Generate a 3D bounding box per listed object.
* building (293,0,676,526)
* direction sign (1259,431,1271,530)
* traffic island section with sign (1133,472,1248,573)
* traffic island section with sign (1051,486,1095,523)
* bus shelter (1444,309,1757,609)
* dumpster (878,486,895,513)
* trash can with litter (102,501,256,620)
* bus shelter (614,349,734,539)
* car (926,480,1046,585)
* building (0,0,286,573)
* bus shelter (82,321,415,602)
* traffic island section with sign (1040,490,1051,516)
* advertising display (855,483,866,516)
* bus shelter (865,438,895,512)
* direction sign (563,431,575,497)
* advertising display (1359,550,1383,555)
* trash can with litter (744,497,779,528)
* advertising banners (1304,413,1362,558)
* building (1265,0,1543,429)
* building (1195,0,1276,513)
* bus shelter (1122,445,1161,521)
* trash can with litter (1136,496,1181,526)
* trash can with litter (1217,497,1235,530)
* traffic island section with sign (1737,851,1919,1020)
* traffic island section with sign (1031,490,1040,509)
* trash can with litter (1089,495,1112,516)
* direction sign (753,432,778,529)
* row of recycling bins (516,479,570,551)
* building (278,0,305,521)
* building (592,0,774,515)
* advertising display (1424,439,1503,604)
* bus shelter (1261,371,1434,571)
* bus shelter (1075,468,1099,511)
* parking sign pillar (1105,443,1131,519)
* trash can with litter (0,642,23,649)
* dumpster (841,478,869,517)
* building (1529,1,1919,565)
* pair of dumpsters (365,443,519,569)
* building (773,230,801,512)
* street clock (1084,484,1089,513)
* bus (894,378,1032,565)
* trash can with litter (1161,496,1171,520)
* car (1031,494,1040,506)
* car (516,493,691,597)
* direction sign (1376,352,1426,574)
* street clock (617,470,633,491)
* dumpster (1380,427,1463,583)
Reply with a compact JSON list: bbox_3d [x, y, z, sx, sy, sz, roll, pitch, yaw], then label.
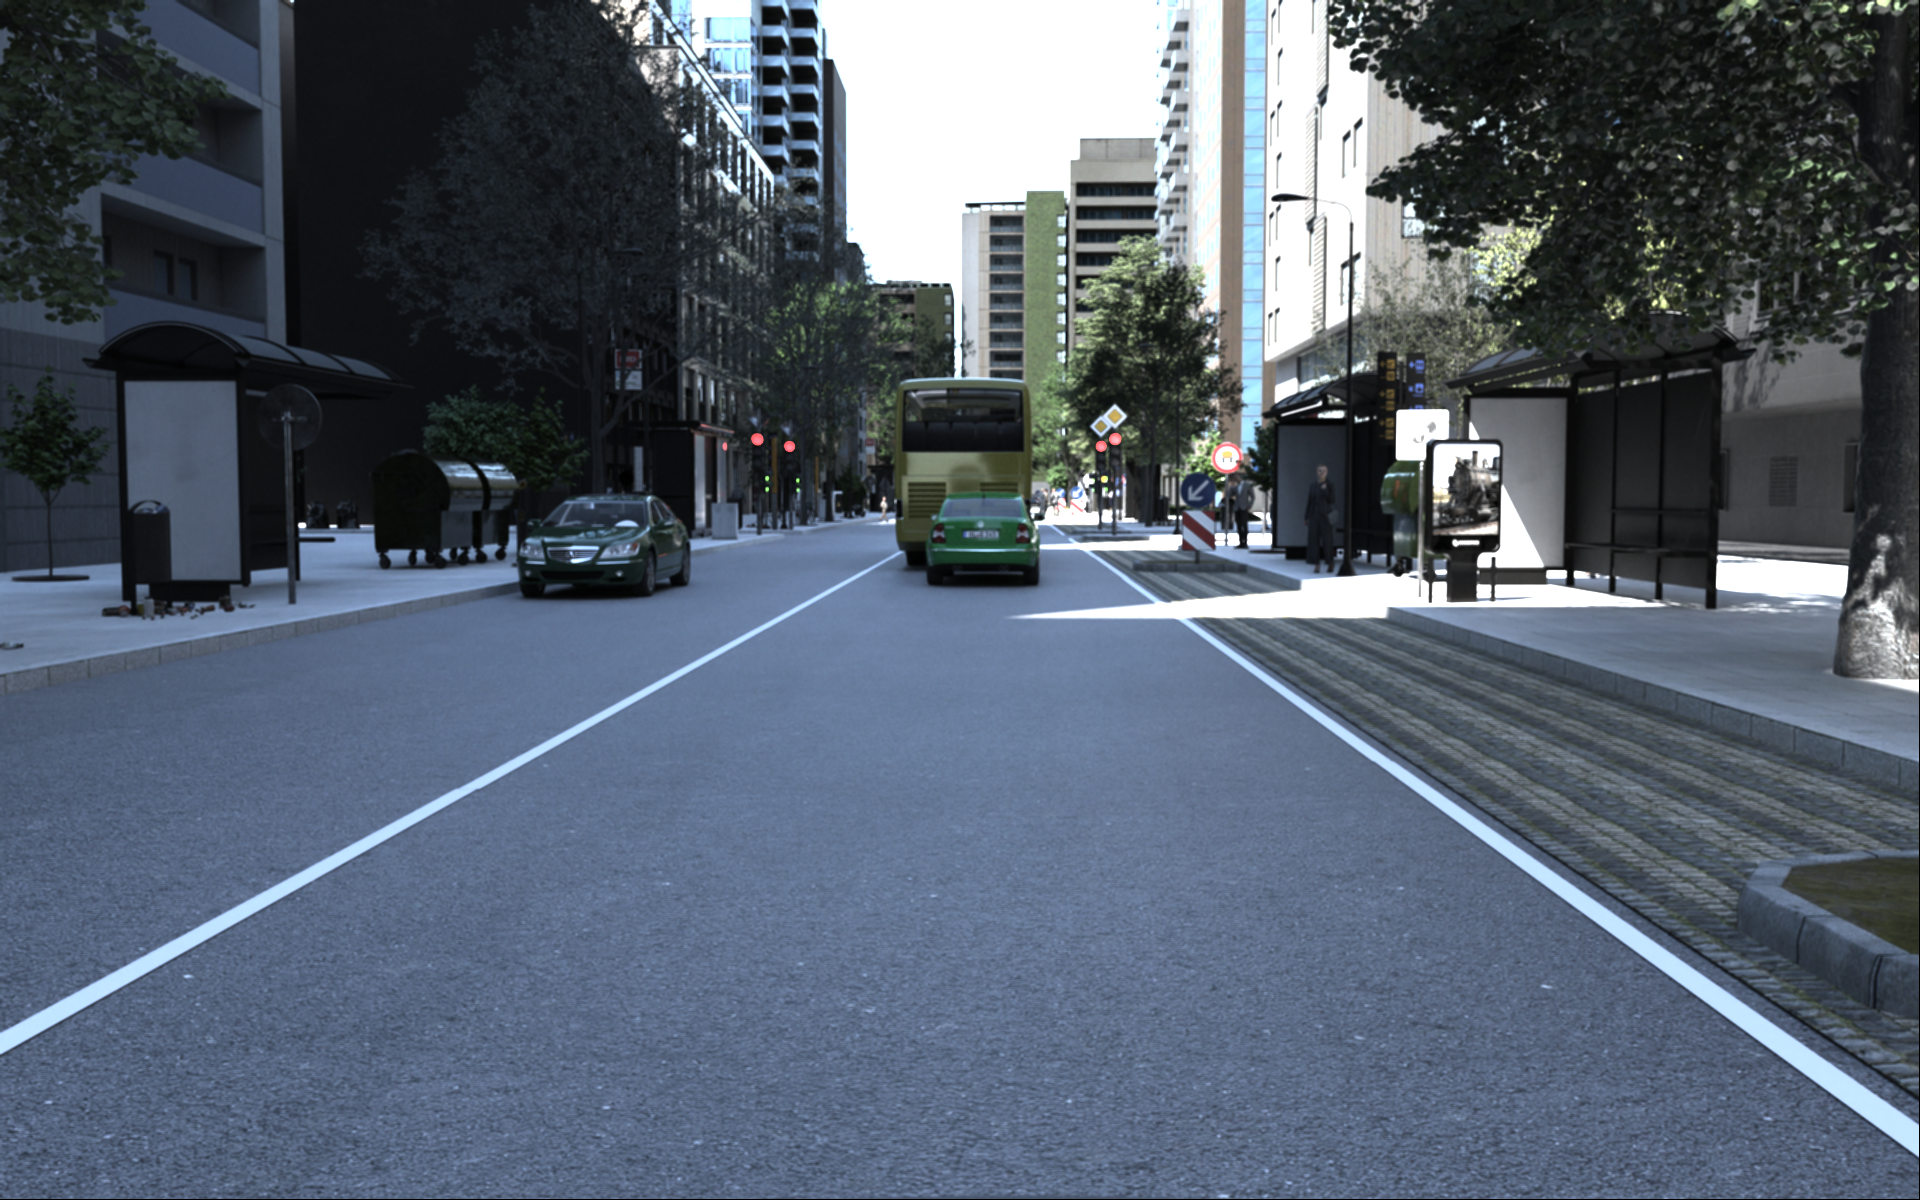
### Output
[{"bbox_3d":[-20.302,-15.160,77.541,12.332,23.373,15.834,0,4,2],"label":"building"},{"bbox_3d":[10.872,-4.245,61.397,0.876,3.537,0.379,-2,4,-35],"label":"direction sign"},{"bbox_3d":[4.260,-1.452,32.369,1.989,1.847,2.006,0,4,2],"label":"traffic island section with sign"},{"bbox_3d":[5.717,-4.767,86.574,1.989,1.847,2.006,0,4,2],"label":"traffic island section with sign"},{"bbox_3d":[7.762,-1.701,21.741,2.014,3.302,5.546,0,4,2],"label":"bus shelter"},{"bbox_3d":[-5.025,-6.970,119.712,1.264,1.857,1.865,0,4,2],"label":"dumpster"},{"bbox_3d":[-8.409,-0.474,18.808,1.678,1.210,2.233,1,4,19],"label":"trash can with litter"},{"bbox_3d":[-8.371,-4.460,50.556,2.179,5.291,8.768,0,4,2],"label":"bus shelter"},{"bbox_3d":[0.440,-1.219,28.720,1.959,1.807,4.718,0,4,3],"label":"car"},{"bbox_3d":[-29.500,-30.088,33.942,28.212,58.520,21.231,0,4,2],"label":"building"},{"bbox_3d":[-9.187,-1.783,23.075,2.014,3.302,5.546,0,4,2],"label":"bus shelter"},{"bbox_3d":[6.443,-6.420,113.602,1.989,1.847,2.006,0,4,2],"label":"traffic island section with sign"},{"bbox_3d":[-6.062,-5.964,102.723,0.974,1.923,0.123,0,4,4],"label":"advertising display"},{"bbox_3d":[-5.695,-9.161,127.413,2.179,5.291,8.768,0,4,1],"label":"bus shelter"},{"bbox_3d":[-14.194,-4.339,62.934,0.379,3.537,0.876,-3,4,-37],"label":"direction sign"},{"bbox_3d":[8.802,-1.923,36.656,0.123,1.923,0.974,-2,4,-35],"label":"advertising display"},{"bbox_3d":[-7.711,-3.413,66.867,1.678,1.210,2.233,-2,4,-24],"label":"trash can with litter"},{"bbox_3d":[7.567,-2.392,35.292,0.090,3.025,2.074,-1,4,-21],"label":"advertising banners"},{"bbox_3d":[29.550,-30.115,81.614,27.495,52.752,28.713,0,4,2],"label":"building"},{"bbox_3d":[24.260,-28.788,120.798,14.600,45.320,14.200,0,4,2],"label":"building"},{"bbox_3d":[8.857,-5.752,85.335,1.731,3.624,6.357,0,4,1],"label":"bus shelter"},{"bbox_3d":[8.112,-3.572,69.457,1.678,1.210,2.233,-1,4,-10],"label":"trash can with litter"},{"bbox_3d":[9.577,-3.112,62.266,0.624,1.170,1.055,1,4,11],"label":"trash can with litter"},{"bbox_3d":[3.526,0.212,5.168,1.989,1.847,2.006,0,4,2],"label":"traffic island section with sign"},{"bbox_3d":[7.783,-9.485,163.702,1.989,1.847,2.006,0,4,2],"label":"traffic island section with sign"},{"bbox_3d":[8.875,-5.584,102.357,2.233,1.210,1.678,3,5,42],"label":"trash can with litter"},{"bbox_3d":[-7.105,-4.365,63.369,0.876,3.537,0.379,0,4,1],"label":"direction sign"},{"bbox_3d":[-8.771,-1.802,36.568,1.069,1.692,3.534,-1,4,-18],"label":"row of recycling bins"},{"bbox_3d":[-42.975,-17.366,77.445,24.014,27.812,14.314,0,4,2],"label":"building"},{"bbox_3d":[-22.877,-18.233,102.631,19.350,26.468,34.151,0,4,2],"label":"building"},{"bbox_3d":[5.910,-0.926,20.352,0.974,1.923,0.123,-1,4,-17],"label":"advertising display"},{"bbox_3d":[6.863,-2.289,31.355,2.014,3.302,5.546,0,4,1],"label":"bus shelter"},{"bbox_3d":[9.806,-8.388,131.072,2.014,3.302,5.546,0,4,1],"label":"bus shelter"},{"bbox_3d":[8.352,-6.281,91.164,1.447,3.967,1.447,0,4,5],"label":"parking sign pillar"},{"bbox_3d":[-8.900,-0.218,14.622,2.233,1.210,1.678,2,4,28],"label":"trash can with litter"},{"bbox_3d":[-5.875,-5.754,96.565,1.502,2.255,1.985,0,4,1],"label":"dumpster"},{"bbox_3d":[21.430,-14.629,32.684,14.314,27.812,24.014,0,4,2],"label":"building"},{"bbox_3d":[-9.359,-1.774,31.501,1.574,2.255,4.437,0,4,1],"label":"pair of dumpsters"},{"bbox_3d":[-18.796,-18.220,127.570,12.332,23.373,15.834,0,4,2],"label":"building"},{"bbox_3d":[8.469,-6.781,115.431,0.358,2.002,0.471,2,4,30],"label":"street clock"},{"bbox_3d":[0.132,-2.828,37.790,2.896,3.916,12.252,0,4,1],"label":"bus"},{"bbox_3d":[10.121,-4.528,85.422,0.624,1.170,1.055,0,4,6],"label":"trash can with litter"},{"bbox_3d":[8.610,-11.698,203.262,2.014,1.417,4.499,0,3,0],"label":"car"},{"bbox_3d":[-5.198,-0.852,25.736,2.131,1.459,4.920,0,4,1],"label":"car"},{"bbox_3d":[7.052,-2.187,27.759,0.876,3.537,0.379,-1,4,-19],"label":"direction sign"},{"bbox_3d":[-10.115,-2.929,52.456,0.471,2.002,0.358,-1,4,-21],"label":"street clock"},{"bbox_3d":[7.203,-1.421,25.720,1.502,2.255,1.985,0,4,1],"label":"dumpster"}]
